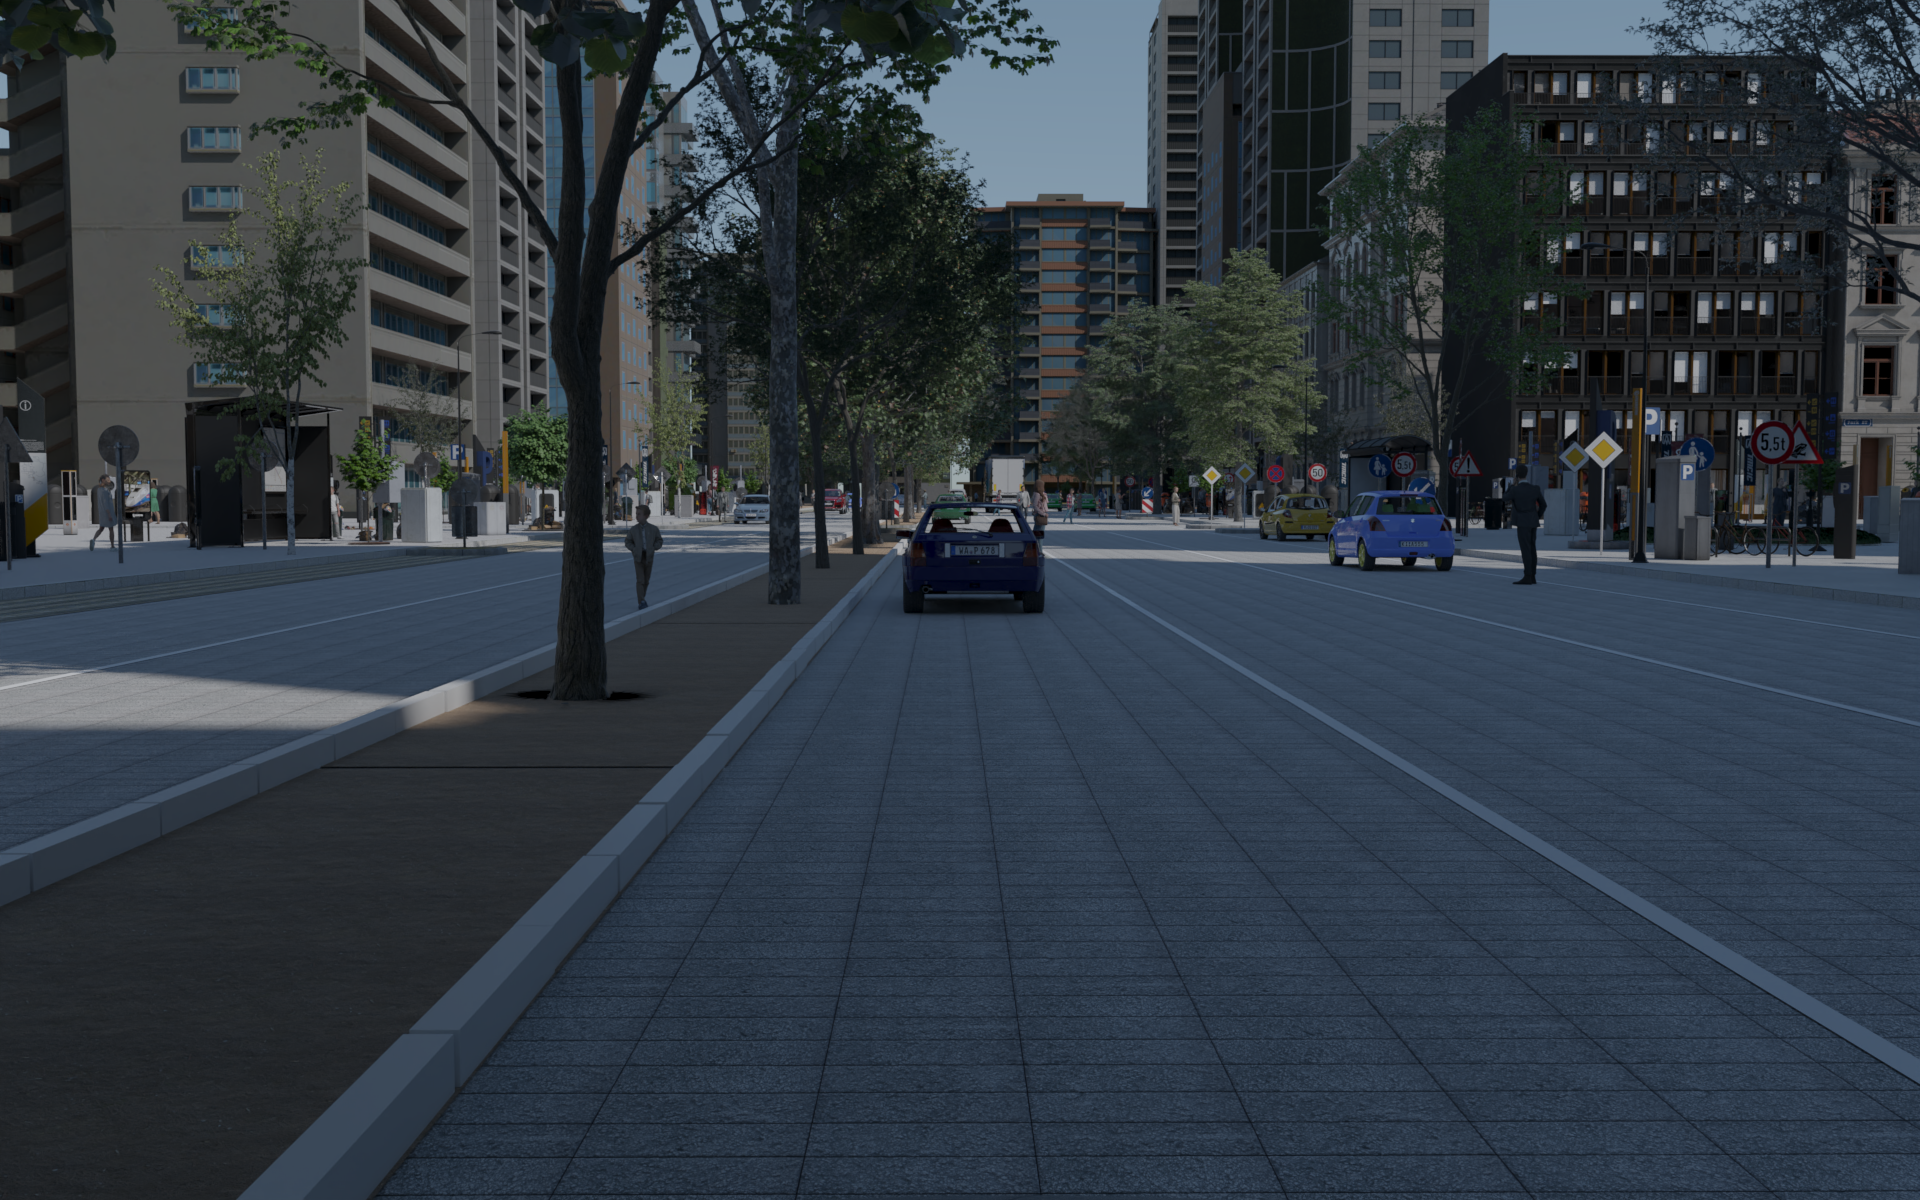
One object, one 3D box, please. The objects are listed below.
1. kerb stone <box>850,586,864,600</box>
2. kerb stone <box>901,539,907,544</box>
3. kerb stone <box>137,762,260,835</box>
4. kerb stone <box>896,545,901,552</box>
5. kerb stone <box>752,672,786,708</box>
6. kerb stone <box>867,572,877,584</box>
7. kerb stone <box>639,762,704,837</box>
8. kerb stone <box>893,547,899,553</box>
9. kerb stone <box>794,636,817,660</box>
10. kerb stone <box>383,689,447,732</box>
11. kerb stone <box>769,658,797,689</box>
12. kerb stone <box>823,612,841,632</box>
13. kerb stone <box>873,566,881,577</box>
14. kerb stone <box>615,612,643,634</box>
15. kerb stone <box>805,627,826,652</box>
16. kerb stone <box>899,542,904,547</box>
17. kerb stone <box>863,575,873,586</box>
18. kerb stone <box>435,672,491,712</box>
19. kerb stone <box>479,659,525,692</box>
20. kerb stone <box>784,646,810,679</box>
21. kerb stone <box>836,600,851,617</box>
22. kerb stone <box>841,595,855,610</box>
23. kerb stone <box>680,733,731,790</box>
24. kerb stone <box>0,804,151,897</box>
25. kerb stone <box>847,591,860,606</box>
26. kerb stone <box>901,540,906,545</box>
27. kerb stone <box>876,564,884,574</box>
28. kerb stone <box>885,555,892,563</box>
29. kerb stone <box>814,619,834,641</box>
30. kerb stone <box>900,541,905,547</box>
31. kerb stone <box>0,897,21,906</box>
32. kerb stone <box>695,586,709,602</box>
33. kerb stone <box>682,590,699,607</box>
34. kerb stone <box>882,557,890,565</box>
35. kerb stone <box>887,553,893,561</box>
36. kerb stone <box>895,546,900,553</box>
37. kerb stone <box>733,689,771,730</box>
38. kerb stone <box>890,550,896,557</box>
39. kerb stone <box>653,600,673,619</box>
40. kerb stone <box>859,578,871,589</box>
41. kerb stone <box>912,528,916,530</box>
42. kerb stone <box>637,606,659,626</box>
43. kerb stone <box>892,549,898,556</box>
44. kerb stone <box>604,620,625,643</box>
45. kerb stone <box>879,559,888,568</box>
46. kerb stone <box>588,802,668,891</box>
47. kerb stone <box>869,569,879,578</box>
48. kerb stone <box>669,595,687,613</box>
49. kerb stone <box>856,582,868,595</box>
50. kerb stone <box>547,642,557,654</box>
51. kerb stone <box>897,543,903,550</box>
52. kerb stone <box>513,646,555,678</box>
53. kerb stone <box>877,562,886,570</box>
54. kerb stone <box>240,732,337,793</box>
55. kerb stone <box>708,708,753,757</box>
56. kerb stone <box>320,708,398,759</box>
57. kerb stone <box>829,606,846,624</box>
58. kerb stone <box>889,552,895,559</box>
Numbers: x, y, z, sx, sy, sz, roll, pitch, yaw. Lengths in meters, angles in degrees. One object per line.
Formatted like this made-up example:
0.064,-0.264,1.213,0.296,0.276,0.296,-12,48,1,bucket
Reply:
-1.400,-0.053,23.069,0.120,0.150,1.000,0,4,0,kerb stone
-1.571,-1.492,46.657,0.120,0.150,1.000,0,4,0,kerb stone
-3.389,0.886,7.715,0.120,0.150,1.000,0,4,0,kerb stone
-1.538,-1.178,41.525,0.120,0.150,1.000,0,4,0,kerb stone
-1.313,0.635,11.813,0.120,0.150,1.000,0,4,0,kerb stone
-1.423,-0.300,27.169,0.120,0.150,1.000,0,4,0,kerb stone
-1.283,0.887,7.723,0.120,0.150,1.000,0,4,0,kerb stone
-1.526,-1.057,39.481,0.120,0.150,1.000,0,4,0,kerb stone
-1.345,0.448,14.879,0.120,0.150,1.000,0,4,0,kerb stone
-3.415,0.700,10.781,0.120,0.150,1.000,0,4,0,kerb stone
-1.328,0.575,12.835,0.120,0.150,1.000,0,4,0,kerb stone
-1.356,0.259,17.960,0.120,0.150,1.000,0,4,0,kerb stone
-1.452,-0.429,29.213,0.120,0.150,1.000,0,4,0,kerb stone
-3.465,0.260,17.944,0.120,0.150,1.000,0,4,0,kerb stone
-1.349,0.384,15.909,0.120,0.150,1.000,0,4,0,kerb stone
-1.546,-1.308,43.576,0.120,0.150,1.000,0,4,0,kerb stone
-1.427,-0.241,26.147,0.120,0.150,1.000,0,4,0,kerb stone
-3.409,0.636,11.803,0.120,0.150,1.000,0,4,0,kerb stone
-3.422,0.575,12.827,0.120,0.150,1.000,0,4,0,kerb stone
-1.325,0.510,13.857,0.120,0.150,1.000,0,4,0,kerb stone
-1.371,0.134,20.004,0.120,0.150,1.000,0,4,0,kerb stone
-1.388,0.075,21.026,0.120,0.150,1.000,0,4,0,kerb stone
-1.291,0.830,8.746,0.120,0.150,1.000,0,4,0,kerb stone
-3.379,0.949,6.693,0.120,0.150,1.000,0,4,0,kerb stone
-1.393,0.017,22.048,0.120,0.150,1.000,0,4,0,kerb stone
-1.561,-1.433,45.621,0.120,0.150,1.000,0,4,0,kerb stone
-1.449,-0.493,30.251,0.120,0.150,1.000,0,4,0,kerb stone
-1.484,-0.744,34.356,0.120,0.150,1.000,0,4,0,kerb stone
-1.354,0.323,16.937,0.120,0.150,1.000,0,4,0,kerb stone
-1.559,-1.370,44.599,0.120,0.150,1.000,0,4,0,kerb stone
-3.368,1.011,5.666,0.120,0.150,1.000,0,4,0,kerb stone
-3.504,-0.054,23.079,0.120,0.150,1.000,0,4,0,kerb stone
-3.490,0.010,22.049,0.120,0.150,1.000,0,4,0,kerb stone
-1.482,-0.678,33.330,0.120,0.150,1.000,0,4,0,kerb stone
-1.488,-0.806,35.378,0.120,0.150,1.000,0,4,0,kerb stone
-1.525,-1.118,40.503,0.120,0.150,1.000,0,4,0,kerb stone
-1.306,0.700,10.791,0.120,0.150,1.000,0,4,0,kerb stone
-1.505,-0.929,37.428,0.120,0.150,1.000,0,4,0,kerb stone
-3.479,0.136,19.995,0.120,0.150,1.000,0,4,0,kerb stone
-1.414,-0.179,25.125,0.120,0.150,1.000,0,4,0,kerb stone
-1.704,-2.561,64.060,0.120,0.150,1.000,0,4,0,kerb stone
-3.468,0.197,18.973,0.120,0.150,1.000,0,4,0,kerb stone
-1.507,-0.994,38.459,0.120,0.150,1.000,0,4,0,kerb stone
-3.452,0.328,16.917,0.120,0.150,1.000,0,4,0,kerb stone
-1.467,-0.618,32.308,0.120,0.150,1.000,0,4,0,kerb stone
-1.279,0.955,6.694,0.120,0.150,1.000,0,4,0,kerb stone
-1.436,-0.367,28.191,0.120,0.150,1.000,0,4,0,kerb stone
-3.479,0.072,21.017,0.120,0.150,1.000,0,4,0,kerb stone
-1.402,-0.117,24.103,0.120,0.150,1.000,0,4,0,kerb stone
-3.440,0.449,14.870,0.120,0.150,1.000,0,4,0,kerb stone
-1.535,-1.244,42.549,0.120,0.150,1.000,0,4,0,kerb stone
-3.429,0.511,13.848,0.120,0.150,1.000,0,4,0,kerb stone
-1.458,-0.553,31.273,0.120,0.150,1.000,0,4,0,kerb stone
-3.395,0.823,8.737,0.120,0.150,1.000,0,4,0,kerb stone
-1.299,0.760,9.769,0.120,0.150,1.000,0,4,0,kerb stone
-3.402,0.761,9.759,0.120,0.150,1.000,0,4,0,kerb stone
-1.366,0.197,18.982,0.120,0.150,1.000,0,4,0,kerb stone
-1.496,-0.869,36.404,0.120,0.150,1.000,0,4,0,kerb stone
